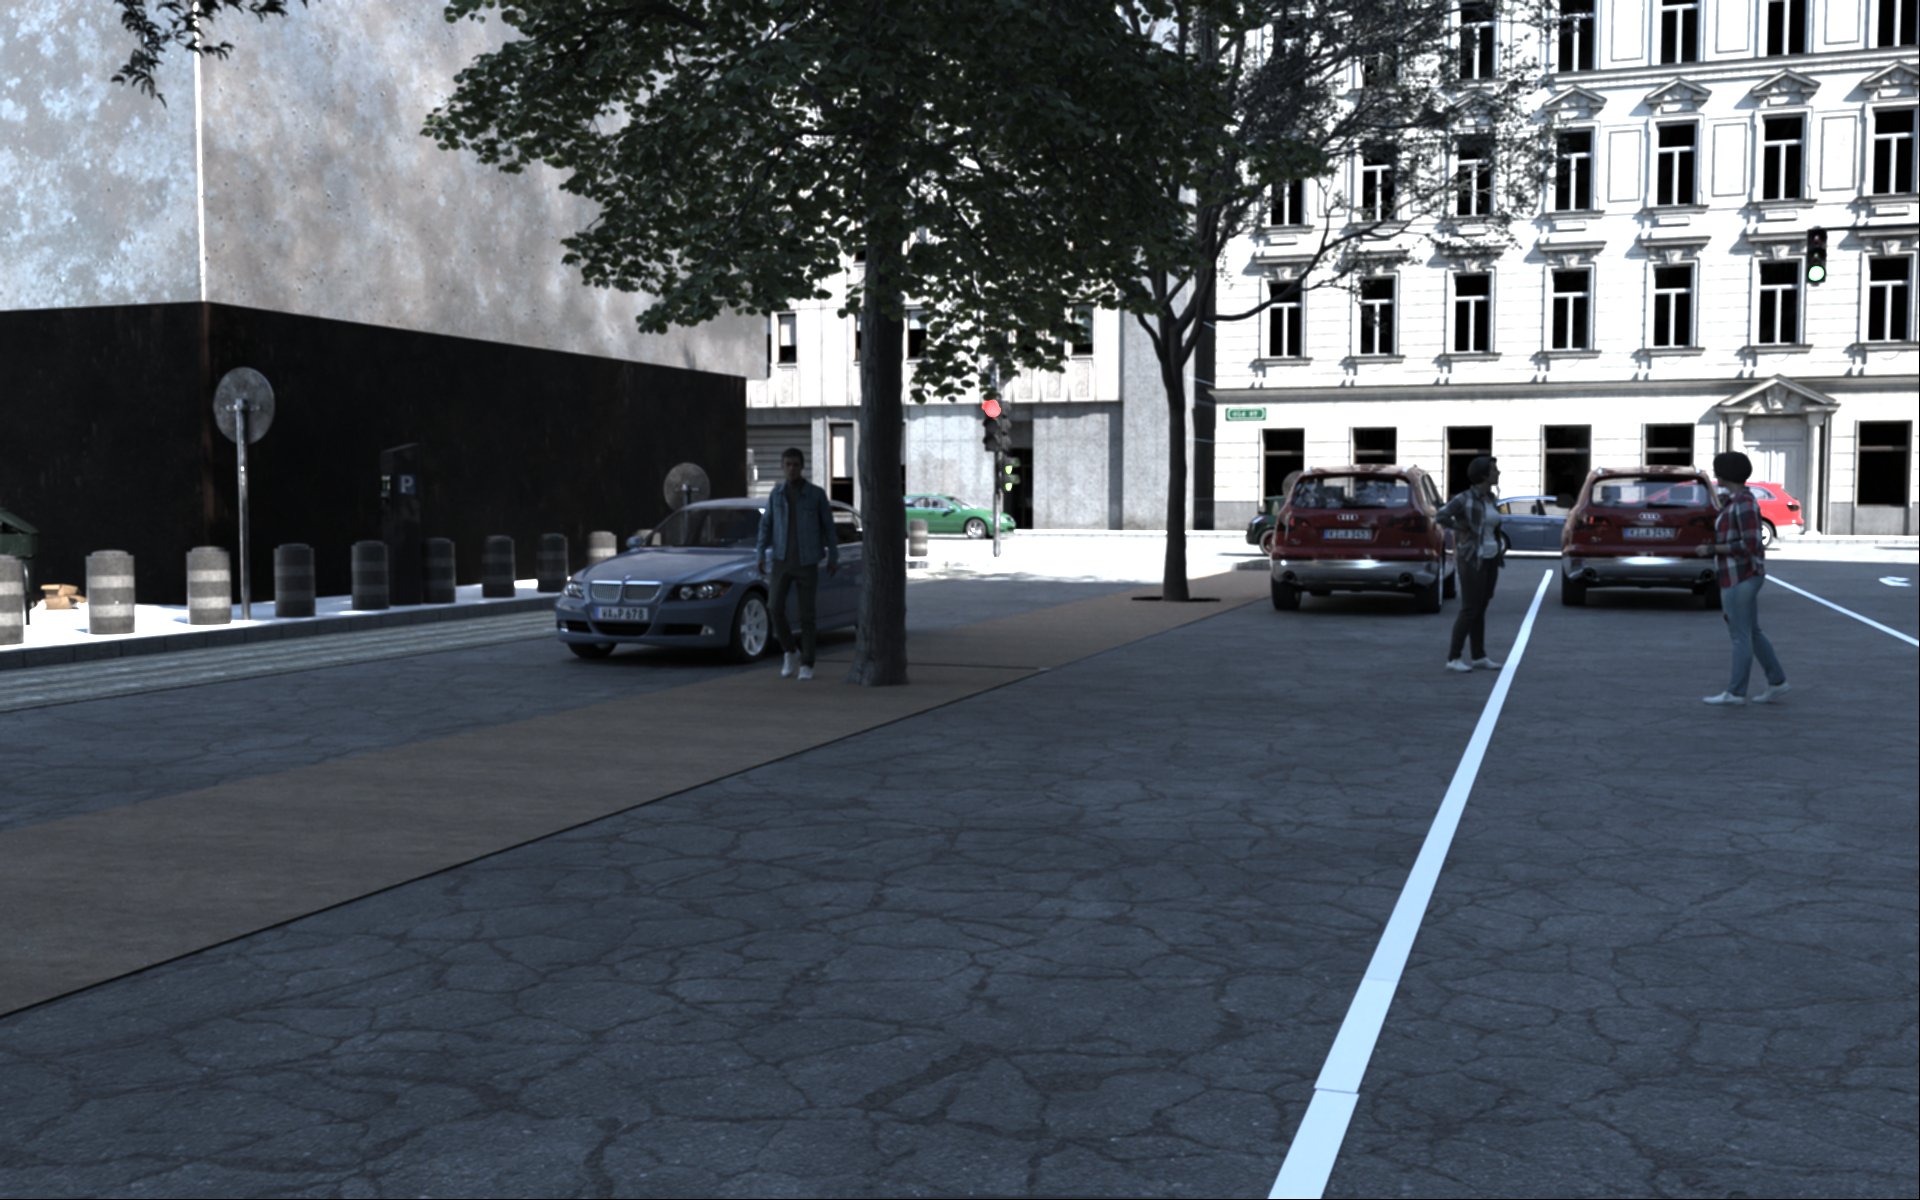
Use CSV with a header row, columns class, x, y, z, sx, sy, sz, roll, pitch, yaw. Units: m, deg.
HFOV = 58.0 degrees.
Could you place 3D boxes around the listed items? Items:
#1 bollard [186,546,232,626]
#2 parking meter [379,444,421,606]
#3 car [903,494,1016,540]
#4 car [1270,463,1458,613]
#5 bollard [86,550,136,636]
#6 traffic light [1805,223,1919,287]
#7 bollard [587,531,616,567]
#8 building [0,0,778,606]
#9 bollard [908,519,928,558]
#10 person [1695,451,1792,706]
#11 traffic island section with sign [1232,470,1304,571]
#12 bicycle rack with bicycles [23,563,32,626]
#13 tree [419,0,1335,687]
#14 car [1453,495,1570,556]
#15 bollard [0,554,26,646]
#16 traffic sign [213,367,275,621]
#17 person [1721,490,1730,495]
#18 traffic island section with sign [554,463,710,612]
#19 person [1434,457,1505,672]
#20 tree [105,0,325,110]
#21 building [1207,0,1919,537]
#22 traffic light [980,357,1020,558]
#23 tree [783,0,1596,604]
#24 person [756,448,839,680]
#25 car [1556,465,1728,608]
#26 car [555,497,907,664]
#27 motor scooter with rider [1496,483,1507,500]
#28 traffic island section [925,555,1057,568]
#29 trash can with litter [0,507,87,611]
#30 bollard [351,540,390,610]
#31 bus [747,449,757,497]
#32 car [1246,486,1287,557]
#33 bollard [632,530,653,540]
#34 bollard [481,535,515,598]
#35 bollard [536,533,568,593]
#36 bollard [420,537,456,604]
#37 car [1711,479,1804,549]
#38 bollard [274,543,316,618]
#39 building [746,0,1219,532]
class,x,y,z,sx,sy,sz,roll,pitch,yaw
bollard,-7.370,-0.140,17.001,0.404,0.777,0.398,0,3,0
parking meter,-6.453,-0.872,19.964,0.255,1.863,0.399,3,5,40
car,-0.614,-2.685,55.702,4.920,1.459,2.131,1,4,18
car,5.363,-0.853,22.614,2.281,1.827,5.304,1,4,19
bollard,-7.779,-0.070,15.869,0.404,0.777,0.398,0,3,0
traffic light,16.613,-3.313,28.832,4.771,5.953,1.251,1,4,20
bollard,-4.927,-0.556,23.813,0.404,0.777,0.398,0,3,0
building,-13.581,-9.932,29.838,16.811,18.784,16.820,1,4,20
bollard,-0.854,-1.251,35.167,0.404,0.777,0.398,0,3,0
person,5.331,-0.148,11.761,0.643,1.720,0.563,1,4,21
traffic island section with sign,6.364,-1.521,33.013,2.006,1.907,1.989,1,4,20
bicycle rack with bicycles,-10.303,-0.199,16.632,2.852,0.926,2.925,-3,5,-44
tree,-0.556,-5.657,13.083,7.486,12.596,7.792,0,3,0
car,13.328,-1.646,38.920,4.499,1.417,2.014,1,4,18
bollard,-8.187,-0.001,14.729,0.404,0.777,0.398,0,3,0
traffic sign,-7.229,-1.062,17.463,0.768,2.556,0.104,1,4,20
person,16.426,-1.729,36.963,0.606,1.804,0.583,0,4,2
traffic island section with sign,-3.664,-0.789,21.530,1.989,1.847,2.006,1,4,20
person,4.204,-0.300,14.136,0.841,1.734,0.376,-3,5,-40
tree,-3.300,-4.182,5.251,8.767,10.594,7.601,1,4,20
building,31.531,-17.255,58.530,44.131,29.872,17.030,1,4,20
traffic light,0.756,-2.796,34.630,0.839,4.253,0.868,1,4,20
tree,2.859,-6.711,22.558,12.009,13.543,11.850,0,3,0
person,-1.256,-0.277,13.381,0.601,1.785,0.444,1,4,11
car,9.252,-0.904,23.451,2.281,1.827,5.304,1,4,20
car,-1.995,-0.264,16.325,2.014,1.417,4.499,1,4,21
motor scooter with rider,14.787,-2.405,48.282,1.986,1.779,0.876,1,4,21
traffic island section,0.721,-0.764,34.778,2.009,0.180,2.903,1,4,20
trash can with litter,-10.243,-0.476,19.165,1.055,1.170,0.624,-1,4,-11
bollard,-6.560,-0.278,19.264,0.404,0.777,0.398,0,3,0
bus,-12.807,-4.023,60.642,13.247,3.499,2.948,1,4,18
car,8.683,-1.830,39.711,4.222,1.686,2.009,1,4,18
bollard,-4.513,-0.626,24.960,0.404,0.777,0.398,0,3,0
bollard,-5.742,-0.417,21.538,0.404,0.777,0.398,0,3,0
bollard,-5.337,-0.486,22.670,0.404,0.777,0.398,0,3,0
bollard,-6.152,-0.347,20.395,0.404,0.777,0.398,0,3,0
car,19.175,-2.245,45.381,5.304,1.827,2.281,1,4,21
bollard,-6.965,-0.209,18.132,0.404,0.777,0.398,0,3,0
building,0.328,-15.231,67.046,19.932,24.808,12.078,1,4,20
